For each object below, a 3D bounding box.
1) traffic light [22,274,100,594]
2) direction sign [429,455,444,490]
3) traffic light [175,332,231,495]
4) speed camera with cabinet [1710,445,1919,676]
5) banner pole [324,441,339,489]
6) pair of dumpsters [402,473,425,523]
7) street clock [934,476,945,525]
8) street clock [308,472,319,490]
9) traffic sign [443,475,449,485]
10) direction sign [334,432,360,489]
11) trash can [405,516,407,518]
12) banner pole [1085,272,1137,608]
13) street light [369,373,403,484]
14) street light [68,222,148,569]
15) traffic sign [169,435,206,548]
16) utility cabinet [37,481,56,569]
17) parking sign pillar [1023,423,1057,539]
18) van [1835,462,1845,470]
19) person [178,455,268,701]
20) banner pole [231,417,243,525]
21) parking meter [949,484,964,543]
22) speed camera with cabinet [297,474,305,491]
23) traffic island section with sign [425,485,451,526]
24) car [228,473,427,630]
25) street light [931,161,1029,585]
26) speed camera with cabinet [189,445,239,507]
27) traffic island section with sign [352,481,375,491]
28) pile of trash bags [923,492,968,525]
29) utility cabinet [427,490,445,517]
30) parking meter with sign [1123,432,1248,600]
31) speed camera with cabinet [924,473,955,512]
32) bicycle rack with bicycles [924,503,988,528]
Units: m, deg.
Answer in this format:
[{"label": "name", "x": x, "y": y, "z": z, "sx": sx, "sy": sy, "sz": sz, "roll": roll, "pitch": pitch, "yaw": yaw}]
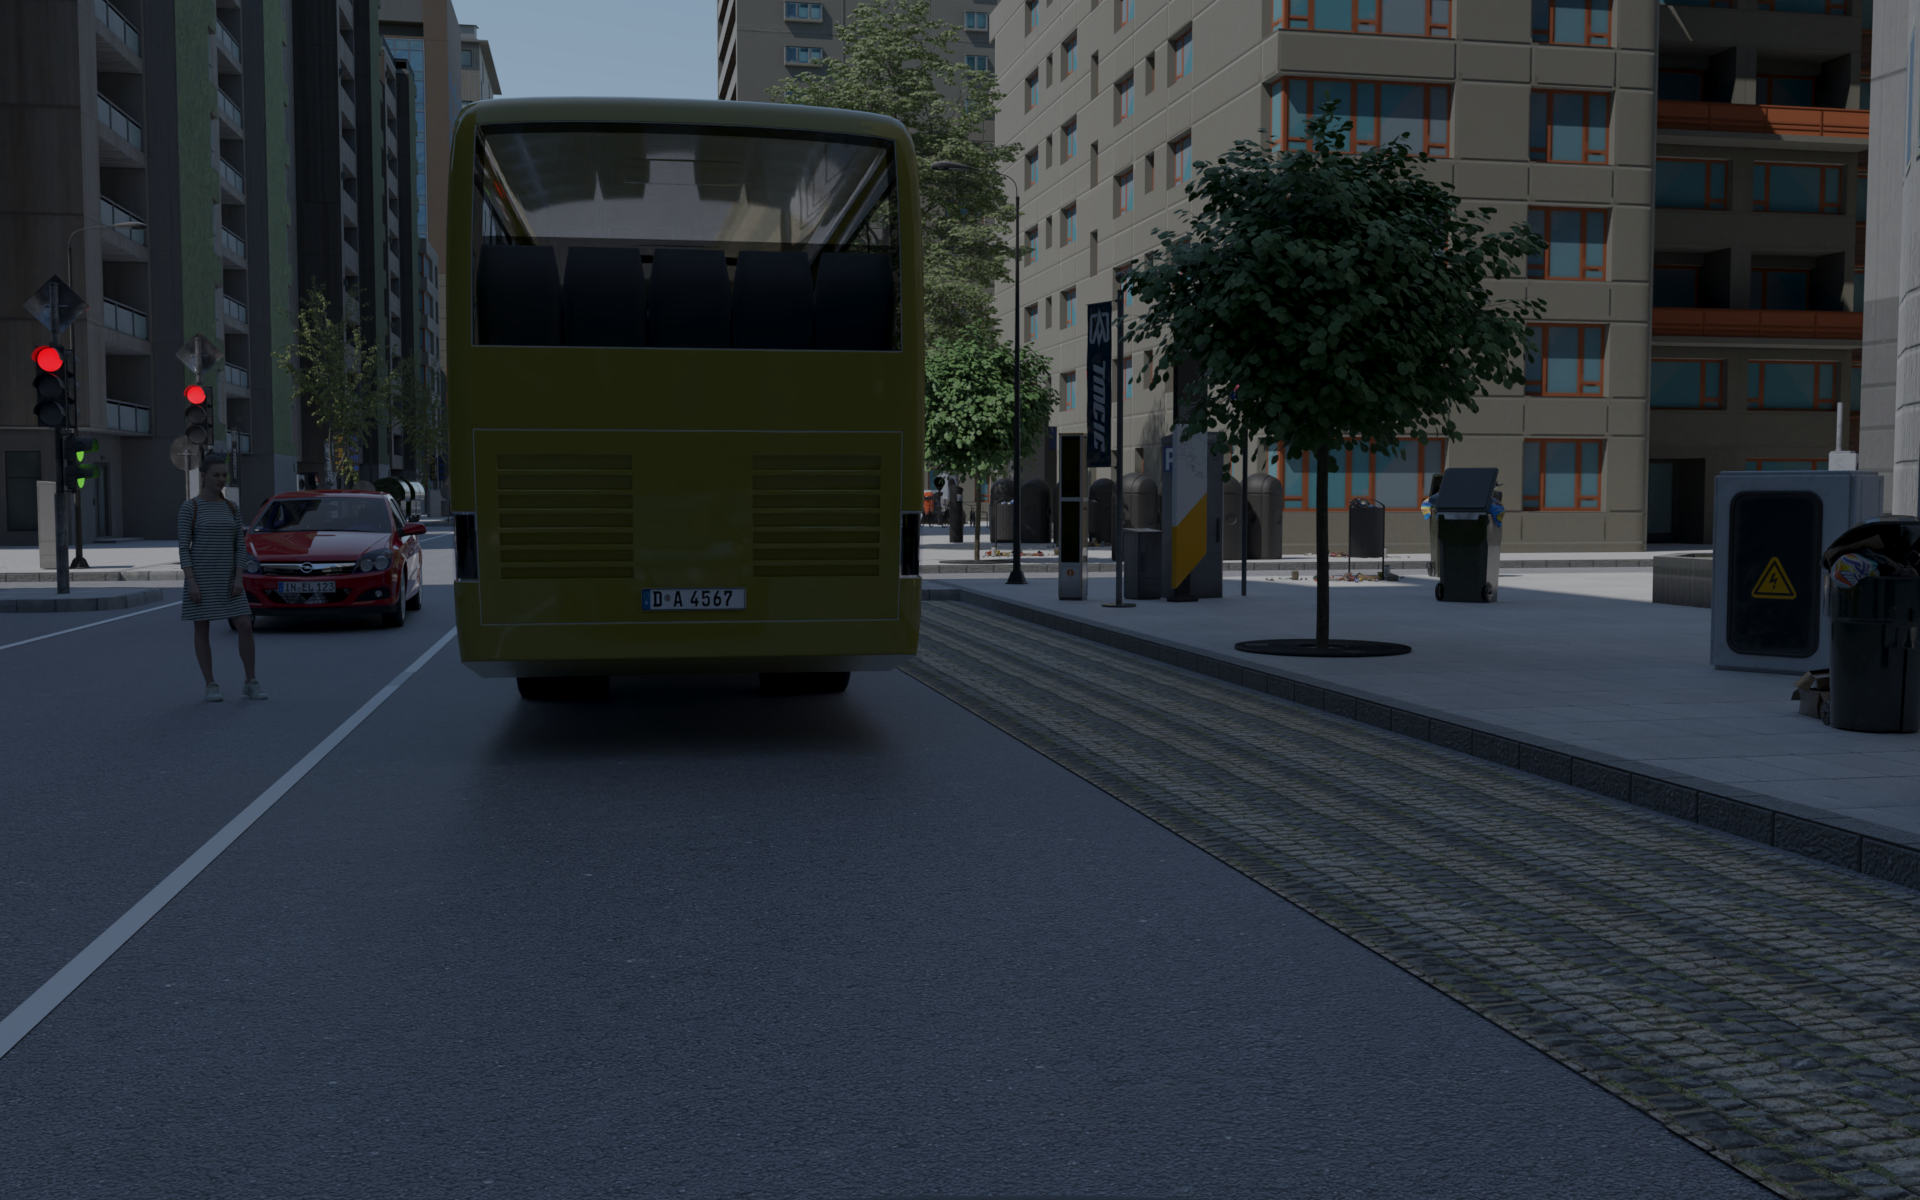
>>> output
[{"label": "traffic light", "x": -11.538, "y": -2.036, "z": 22.209, "sx": 0.839, "sy": 4.253, "sz": 0.868, "roll": -1, "pitch": 4, "yaw": -12}, {"label": "direction sign", "x": -30.568, "y": -6.682, "z": 101.251, "sx": 0.876, "sy": 3.537, "sz": 0.379, "roll": 1, "pitch": 4, "yaw": 9}, {"label": "traffic light", "x": -13.138, "y": -2.514, "z": 30.032, "sx": 0.839, "sy": 4.253, "sz": 0.868, "roll": -1, "pitch": 4, "yaw": -12}, {"label": "speed camera with cabinet", "x": 6.365, "y": -1.082, "z": 12.019, "sx": 0.660, "sy": 3.252, "sz": 2.038, "roll": -3, "pitch": 5, "yaw": -43}, {"label": "banner pole", "x": -25.971, "y": -5.000, "z": 71.767, "sx": 0.401, "sy": 3.779, "sz": 0.863, "roll": 2, "pitch": 4, "yaw": 34}, {"label": "pair of dumpsters", "x": -25.066, "y": -4.610, "z": 77.864, "sx": 1.574, "sy": 2.255, "sz": 4.437, "roll": -1, "pitch": 4, "yaw": -12}, {"label": "street clock", "x": -0.842, "y": -4.073, "z": 71.168, "sx": 0.471, "sy": 2.002, "sz": 0.358, "roll": 0, "pitch": 4, "yaw": 3}, {"label": "street clock", "x": -20.875, "y": -3.145, "z": 55.997, "sx": 0.358, "sy": 2.002, "sz": 0.471, "roll": 0, "pitch": 4, "yaw": -5}, {"label": "traffic sign", "x": -30.453, "y": -6.330, "z": 103.504, "sx": 0.884, "sy": 2.594, "sz": 0.081, "roll": 0, "pitch": 4, "yaw": -6}, {"label": "direction sign", "x": -22.411, "y": -4.363, "z": 63.333, "sx": 0.876, "sy": 3.537, "sz": 0.379, "roll": -1, "pitch": 4, "yaw": -8}, {"label": "trash can", "x": -28.408, "y": -4.670, "z": 88.003, "sx": 0.748, "sy": 1.137, "sz": 0.748, "roll": 0, "pitch": 3, "yaw": 0}, {"label": "banner pole", "x": 1.687, "y": -1.822, "z": 19.811, "sx": 0.401, "sy": 3.779, "sz": 0.863, "roll": -2, "pitch": 4, "yaw": -32}, {"label": "street light", "x": -22.135, "y": -5.758, "z": 66.690, "sx": 1.470, "sy": 5.913, "sz": 1.316, "roll": -1, "pitch": 4, "yaw": -12}, {"label": "street light", "x": -14.571, "y": -3.492, "z": 29.631, "sx": 1.470, "sy": 5.913, "sz": 1.316, "roll": -1, "pitch": 4, "yaw": -12}, {"label": "traffic sign", "x": -16.625, "y": -2.275, "z": 37.299, "sx": 0.768, "sy": 2.556, "sz": 0.104, "roll": 0, "pitch": 4, "yaw": -4}, {"label": "utility cabinet", "x": -15.640, "y": -1.297, "z": 29.882, "sx": 0.318, "sy": 1.500, "sz": 1.173, "roll": -1, "pitch": 4, "yaw": -21}, {"label": "parking sign pillar", "x": 2.299, "y": -3.766, "z": 50.039, "sx": 1.447, "sy": 3.967, "sz": 1.447, "roll": -2, "pitch": 4, "yaw": -27}, {"label": "van", "x": 16.384, "y": -1.541, "z": 32.209, "sx": 4.112, "sy": 2.044, "sz": 2.013, "roll": -1, "pitch": 4, "yaw": -12}, {"label": "person", "x": -5.172, "y": -0.155, "z": 12.033, "sx": 0.522, "sy": 1.701, "sz": 0.512, "roll": 3, "pitch": 5, "yaw": 41}, {"label": "banner pole", "x": -23.654, "y": -4.077, "z": 56.683, "sx": 0.401, "sy": 3.779, "sz": 0.863, "roll": -3, "pitch": 5, "yaw": -45}, {"label": "parking meter", "x": -0.096, "y": -2.284, "z": 45.749, "sx": 0.372, "sy": 1.533, "sz": 0.369, "roll": 0, "pitch": 3, "yaw": 0}, {"label": "speed camera with cabinet", "x": -30.572, "y": -5.177, "z": 78.977, "sx": 0.660, "sy": 3.252, "sz": 2.038, "roll": 0, "pitch": 4, "yaw": 3}, {"label": "traffic island section with sign", "x": -22.906, "y": -4.221, "z": 77.645, "sx": 1.989, "sy": 1.847, "sz": 2.006, "roll": -1, "pitch": 4, "yaw": -12}, {"label": "car", "x": -7.192, "y": -0.659, "z": 19.808, "sx": 2.155, "sy": 1.783, "sz": 4.494, "roll": -1, "pitch": 4, "yaw": -13}, {"label": "street light", "x": 0.279, "y": -3.174, "z": 24.443, "sx": 1.470, "sy": 5.913, "sz": 1.316, "roll": -1, "pitch": 4, "yaw": -12}, {"label": "speed camera with cabinet", "x": -18.043, "y": -2.905, "z": 41.836, "sx": 0.660, "sy": 3.252, "sz": 2.038, "roll": 0, "pitch": 4, "yaw": -5}, {"label": "traffic island section with sign", "x": -17.327, "y": -2.553, "z": 50.363, "sx": 1.989, "sy": 1.847, "sz": 2.006, "roll": -1, "pitch": 4, "yaw": -12}, {"label": "pile of trash bags", "x": -0.884, "y": -3.913, "z": 73.728, "sx": 1.912, "sy": 1.369, "sz": 3.447, "roll": 1, "pitch": 4, "yaw": 16}, {"label": "utility cabinet", "x": -28.487, "y": -5.242, "z": 94.392, "sx": 0.318, "sy": 1.500, "sz": 1.173, "roll": 3, "pitch": 4, "yaw": 37}, {"label": "parking meter with sign", "x": 2.851, "y": -1.536, "z": 21.376, "sx": 1.738, "sy": 3.016, "sz": 0.543, "roll": -2, "pitch": 4, "yaw": -28}, {"label": "speed camera with cabinet", "x": -0.961, "y": -5.043, "z": 76.796, "sx": 0.660, "sy": 3.252, "sz": 2.038, "roll": 2, "pitch": 4, "yaw": 32}, {"label": "bicycle rack with bicycles", "x": -0.142, "y": -3.229, "z": 66.179, "sx": 2.852, "sy": 0.926, "sz": 2.925, "roll": -1, "pitch": 4, "yaw": -15}]
